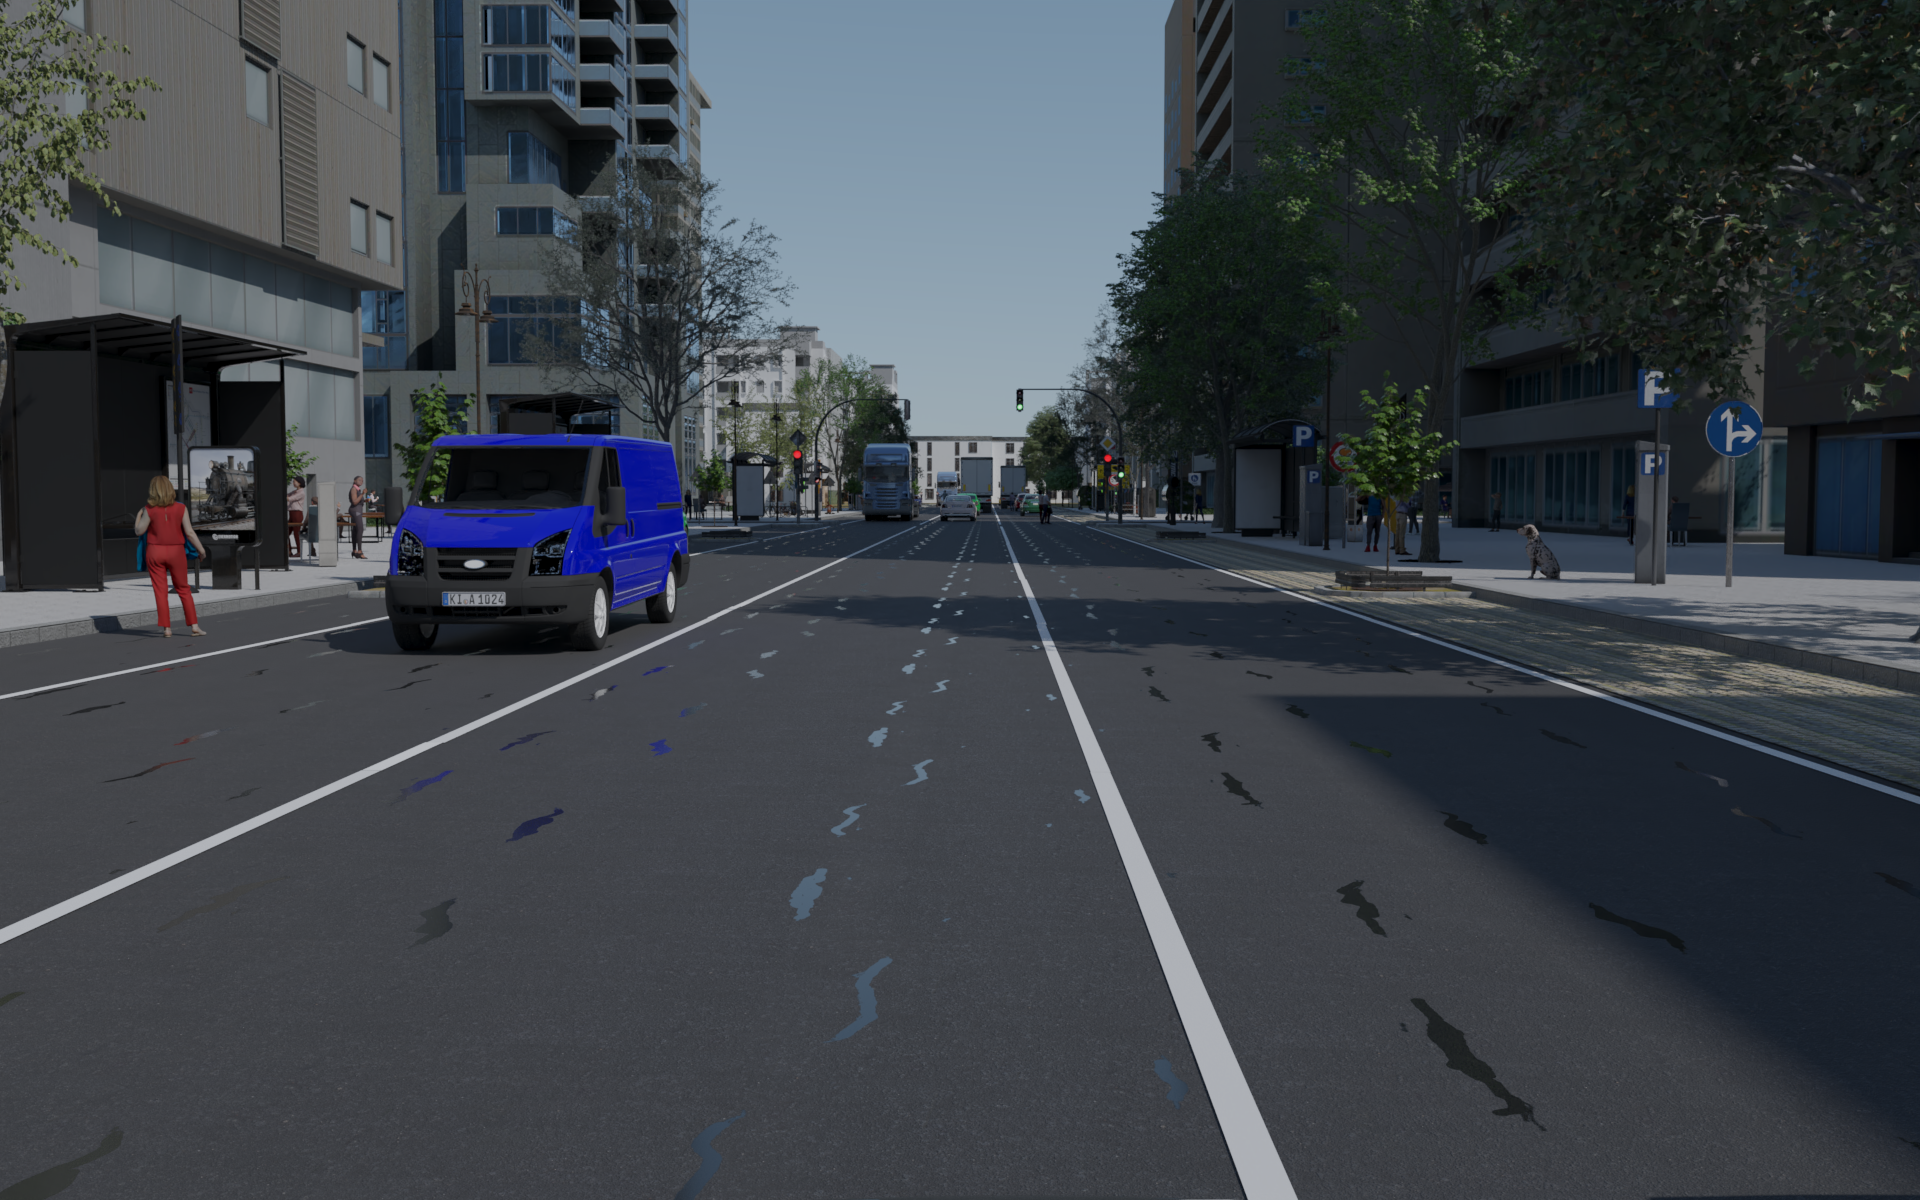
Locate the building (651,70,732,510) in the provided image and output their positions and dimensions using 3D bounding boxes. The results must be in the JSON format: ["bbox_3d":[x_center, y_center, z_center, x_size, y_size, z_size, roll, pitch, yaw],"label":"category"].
[{"bbox_3d":[-34.294,-27.496,141.440,32.217,40.220,23.993,0,4,1],"label":"building"}]

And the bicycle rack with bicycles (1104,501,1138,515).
[{"bbox_3d":[10.347,-5.759,107.536,2.925,0.926,2.852,-1,4,-12],"label":"bicycle rack with bicycles"}]

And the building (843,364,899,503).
[{"bbox_3d":[-15.137,-24.612,258.817,11.380,20.091,16.016,0,4,1],"label":"building"}]

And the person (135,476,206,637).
[{"bbox_3d":[-7.928,-0.439,17.375,0.593,1.614,0.444,0,4,-2],"label":"person"}]

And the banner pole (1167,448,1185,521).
[{"bbox_3d":[10.271,-5.636,82.159,0.863,3.779,0.401,0,4,5],"label":"banner pole"}]

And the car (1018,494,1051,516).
[{"bbox_3d":[4.836,-6.156,112.441,2.131,1.459,4.920,0,4,1],"label":"car"}]

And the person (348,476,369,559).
[{"bbox_3d":[-11.876,-1.640,34.321,0.593,1.643,0.415,2,4,31],"label":"person"}]

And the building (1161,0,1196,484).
[{"bbox_3d":[25.181,-30.557,149.720,14.600,45.320,14.200,0,4,1],"label":"building"}]

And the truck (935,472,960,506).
[{"bbox_3d":[-1.668,-13.696,213.686,2.967,4.110,18.799,0,4,-1],"label":"truck"}]

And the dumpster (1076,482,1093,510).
[{"bbox_3d":[10.114,-8.338,138.827,1.502,2.255,1.985,0,4,1],"label":"dumpster"}]

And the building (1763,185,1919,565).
[{"bbox_3d":[23.960,-23.152,28.650,14.600,45.320,14.200,0,4,1],"label":"building"}]

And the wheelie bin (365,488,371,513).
[{"bbox_3d":[-29.249,-4.686,84.527,0.980,1.594,0.693,-1,4,-12],"label":"wheelie bin"}]

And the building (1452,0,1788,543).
[{"bbox_3d":[29.344,-26.338,54.320,21.300,48.544,21.600,0,4,1],"label":"building"}]

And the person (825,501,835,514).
[{"bbox_3d":[-8.326,-5.838,109.785,0.859,0.850,0.655,1,4,18],"label":"person"}]

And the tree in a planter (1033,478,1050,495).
[{"bbox_3d":[8.684,-11.450,184.425,1.991,3.239,1.994,0,4,1],"label":"tree in a planter"}]

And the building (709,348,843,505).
[{"bbox_3d":[-31.200,-21.519,218.292,31.486,18.905,16.747,0,4,1],"label":"building"}]

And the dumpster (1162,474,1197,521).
[{"bbox_3d":[10.607,-4.971,83.774,1.502,2.255,1.985,0,4,1],"label":"dumpster"}]

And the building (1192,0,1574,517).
[{"bbox_3d":[28.345,-30.440,121.394,21.300,48.544,21.600,0,4,1],"label":"building"}]

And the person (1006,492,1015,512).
[{"bbox_3d":[4.251,-8.035,141.827,0.963,1.587,0.435,-3,4,-36],"label":"person"}]

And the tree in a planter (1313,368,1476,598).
[{"bbox_3d":[6.115,-1.677,24.646,1.991,3.239,1.994,0,4,1],"label":"tree in a planter"}]

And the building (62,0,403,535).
[{"bbox_3d":[-33.331,-28.090,48.507,27.495,52.752,28.713,0,4,1],"label":"building"}]

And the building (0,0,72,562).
[{"bbox_3d":[-28.871,-29.244,20.133,21.231,58.520,28.212,0,4,1],"label":"building"}]

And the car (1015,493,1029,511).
[{"bbox_3d":[5.482,-8.306,144.844,2.155,1.783,4.494,0,4,1],"label":"car"}]

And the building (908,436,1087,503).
[{"bbox_3d":[4.648,-19.078,254.075,28.070,9.664,9.099,0,4,1],"label":"building"}]

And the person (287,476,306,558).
[{"bbox_3d":[-13.491,-1.676,34.899,0.566,1.644,0.517,0,4,2],"label":"person"}]

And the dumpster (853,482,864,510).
[{"bbox_3d":[-8.122,-8.568,142.573,1.502,2.255,1.985,0,4,1],"label":"dumpster"}]

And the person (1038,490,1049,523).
[{"bbox_3d":[4.131,-4.625,85.585,0.566,1.644,0.517,0,4,-5],"label":"person"}]

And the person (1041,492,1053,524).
[{"bbox_3d":[4.127,-4.374,82.225,0.590,1.554,0.614,0,4,-5],"label":"person"}]

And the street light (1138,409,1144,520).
[{"bbox_3d":[9.154,-6.992,87.107,0.468,5.910,1.993,0,4,1],"label":"street light"}]

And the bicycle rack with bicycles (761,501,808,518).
[{"bbox_3d":[-9.843,-5.012,95.332,2.925,0.926,2.852,-3,4,-39],"label":"bicycle rack with bicycles"}]

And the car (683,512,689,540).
[{"bbox_3d":[-7.462,-1.914,40.087,1.959,1.807,4.718,0,4,1],"label":"car"}]

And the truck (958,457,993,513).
[{"bbox_3d":[1.263,-9.004,136.129,2.839,4.237,11.283,0,3,0],"label":"truck"}]

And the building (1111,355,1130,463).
[{"bbox_3d":[27.816,-21.014,210.037,16.747,18.905,31.486,0,4,1],"label":"building"}]

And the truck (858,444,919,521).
[{"bbox_3d":[-3.779,-6.642,98.352,2.967,4.110,18.799,0,4,0],"label":"truck"}]

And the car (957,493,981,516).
[{"bbox_3d":[0.438,-6.520,115.406,1.959,1.807,4.718,0,4,0],"label":"car"}]

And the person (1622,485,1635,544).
[{"bbox_3d":[17.297,-2.201,44.564,0.480,1.512,0.613,1,4,13],"label":"person"}]

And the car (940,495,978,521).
[{"bbox_3d":[-0.066,-4.931,92.980,2.083,1.381,4.827,0,4,2],"label":"car"}]

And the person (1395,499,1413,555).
[{"bbox_3d":[9.343,-1.735,36.478,0.319,1.574,0.516,0,4,1],"label":"person"}]

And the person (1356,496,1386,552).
[{"bbox_3d":[9.128,-1.870,38.483,0.647,1.594,0.662,0,4,8],"label":"person"}]

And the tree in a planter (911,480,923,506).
[{"bbox_3d":[-4.889,-11.495,185.166,1.991,3.239,1.994,0,4,1],"label":"tree in a planter"}]

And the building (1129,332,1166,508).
[{"bbox_3d":[27.443,-19.092,178.612,16.747,18.905,31.486,0,4,1],"label":"building"}]

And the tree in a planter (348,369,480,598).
[{"bbox_3d":[-7.478,-1.690,24.855,1.991,3.239,1.994,0,4,1],"label":"tree in a planter"}]

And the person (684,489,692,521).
[{"bbox_3d":[-13.225,-4.616,84.062,0.613,1.512,0.480,3,5,42],"label":"person"}]

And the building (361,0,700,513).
[{"bbox_3d":[-27.659,-48.380,103.690,22.319,86.520,31.000,0,4,1],"label":"building"}]

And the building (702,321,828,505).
[{"bbox_3d":[-22.647,-20.585,192.977,16.016,20.091,11.380,0,4,1],"label":"building"}]

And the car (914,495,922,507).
[{"bbox_3d":[-5.094,-10.751,188.359,1.945,1.354,3.894,0,4,2],"label":"car"}]

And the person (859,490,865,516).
[{"bbox_3d":[-6.091,-6.112,109.112,0.600,1.739,0.565,-1,4,-17],"label":"person"}]

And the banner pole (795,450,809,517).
[{"bbox_3d":[-8.997,-6.630,98.410,0.863,3.779,0.401,1,4,14],"label":"banner pole"}]

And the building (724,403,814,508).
[{"bbox_3d":[-19.027,-14.144,173.404,9.099,9.664,28.070,0,4,1],"label":"building"}]

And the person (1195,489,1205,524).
[{"bbox_3d":[10.272,-4.008,74.114,0.613,1.512,0.480,3,5,39],"label":"person"}]

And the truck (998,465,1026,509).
[{"bbox_3d":[5.290,-11.369,174.795,2.839,4.237,11.283,0,4,1],"label":"truck"}]

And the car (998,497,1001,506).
[{"bbox_3d":[5.610,-12.426,213.391,2.015,1.641,3.980,0,4,1],"label":"car"}]

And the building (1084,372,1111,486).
[{"bbox_3d":[24.421,-24.475,256.592,11.380,20.091,16.016,0,4,1],"label":"building"}]
